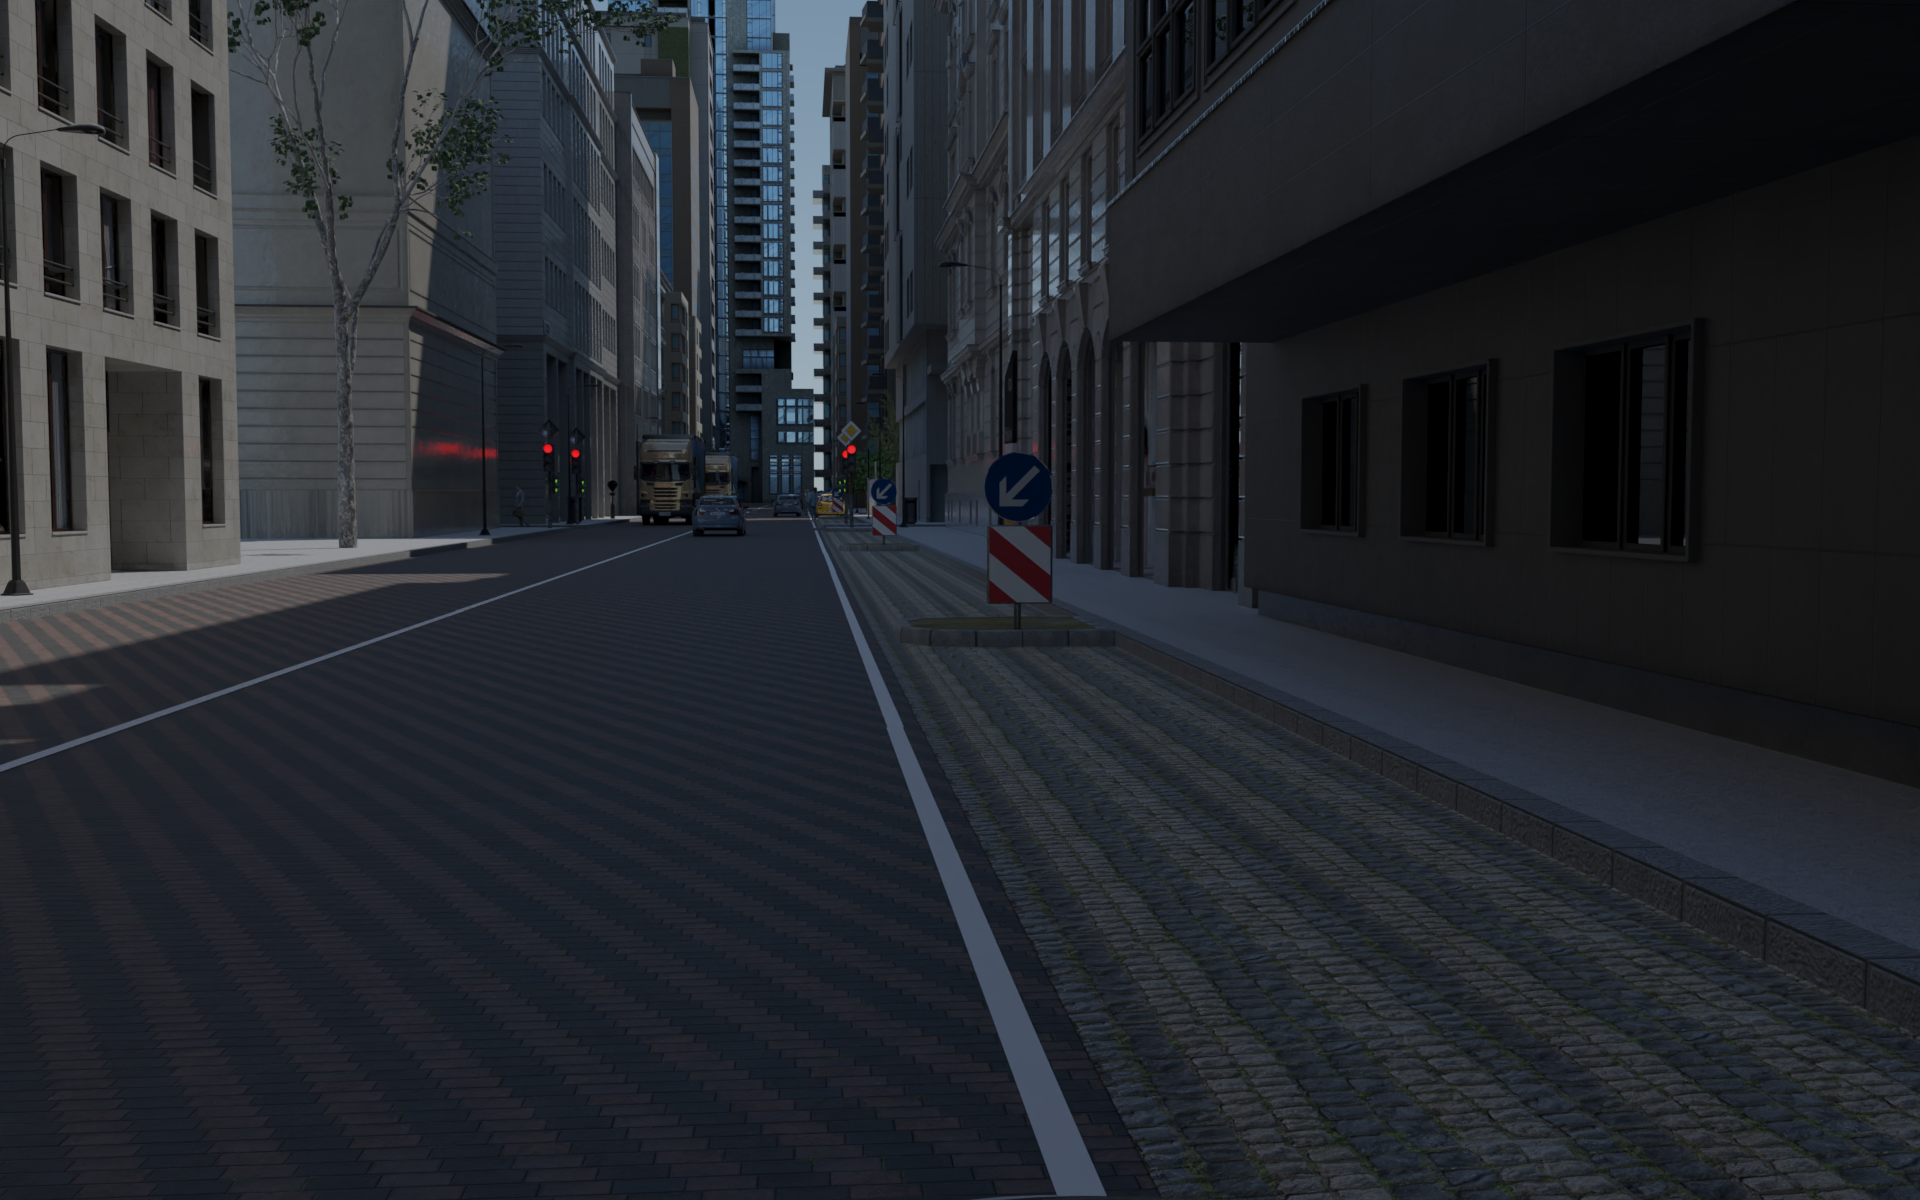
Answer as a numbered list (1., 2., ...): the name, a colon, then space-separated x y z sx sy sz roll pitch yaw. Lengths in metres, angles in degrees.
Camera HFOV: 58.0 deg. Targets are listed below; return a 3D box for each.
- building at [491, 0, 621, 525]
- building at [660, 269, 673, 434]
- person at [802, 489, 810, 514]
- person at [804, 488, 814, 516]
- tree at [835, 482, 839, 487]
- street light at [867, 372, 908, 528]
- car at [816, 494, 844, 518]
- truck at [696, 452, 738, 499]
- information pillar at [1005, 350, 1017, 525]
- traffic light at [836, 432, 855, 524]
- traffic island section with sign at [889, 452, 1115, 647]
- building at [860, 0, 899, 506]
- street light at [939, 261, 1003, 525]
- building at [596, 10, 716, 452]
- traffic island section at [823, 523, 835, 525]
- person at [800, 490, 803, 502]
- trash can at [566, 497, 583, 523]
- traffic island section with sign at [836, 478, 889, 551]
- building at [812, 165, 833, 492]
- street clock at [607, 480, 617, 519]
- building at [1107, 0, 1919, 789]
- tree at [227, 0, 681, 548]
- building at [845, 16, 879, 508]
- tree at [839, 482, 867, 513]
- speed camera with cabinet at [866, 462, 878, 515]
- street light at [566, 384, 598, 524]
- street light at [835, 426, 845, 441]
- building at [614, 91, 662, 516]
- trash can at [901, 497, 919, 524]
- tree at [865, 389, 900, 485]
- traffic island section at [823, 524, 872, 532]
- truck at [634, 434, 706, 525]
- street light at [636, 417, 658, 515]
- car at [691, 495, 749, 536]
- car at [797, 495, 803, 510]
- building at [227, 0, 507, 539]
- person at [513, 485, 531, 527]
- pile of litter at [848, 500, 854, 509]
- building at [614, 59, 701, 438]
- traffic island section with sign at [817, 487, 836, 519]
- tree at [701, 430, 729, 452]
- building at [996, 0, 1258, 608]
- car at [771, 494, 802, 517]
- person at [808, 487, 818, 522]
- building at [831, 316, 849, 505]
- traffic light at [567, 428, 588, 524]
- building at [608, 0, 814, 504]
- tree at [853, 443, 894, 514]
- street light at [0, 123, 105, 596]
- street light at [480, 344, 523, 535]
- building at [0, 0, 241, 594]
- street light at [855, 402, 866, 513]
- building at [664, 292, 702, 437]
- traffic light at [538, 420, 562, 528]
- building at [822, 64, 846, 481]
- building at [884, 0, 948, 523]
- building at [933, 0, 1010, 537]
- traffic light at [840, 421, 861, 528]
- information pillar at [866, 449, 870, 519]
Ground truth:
1. building: -24.151 -18.883 86.234 11.434 29.767 29.804 0 4 -5
2. building: -28.403 -18.088 131.899 11.583 22.565 21.152 0 4 -5
3. person: -10.778 -6.891 121.444 0.520 1.790 0.573 -2 4 -31
4. person: -9.963 -6.484 114.384 0.748 1.841 0.638 1 4 16
5. tree: -9.957 -9.691 153.053 1.663 3.219 1.824 0 3 0
6. street light: -2.702 -5.736 66.322 1.470 5.913 1.316 0 4 -5
7. car: -7.777 -5.717 103.698 2.015 1.641 3.980 0 4 -6
8. truck: -16.682 -7.931 118.587 2.839 4.237 11.283 0 4 -5
9. information pillar: 0.839 -2.268 28.440 0.183 3.616 0.504 -1 4 -14
10. traffic light: -4.898 -5.213 74.153 0.839 4.253 0.868 0 4 -5
11. traffic island section with sign: 0.377 -0.516 17.058 1.989 1.847 2.006 0 4 -5
12. building: 3.523 -29.404 135.377 22.147 44.769 28.867 0 4 -5
13. street light: 0.276 -3.803 34.719 1.470 5.913 1.316 0 4 -5
14. building: -44.210 -40.893 210.606 28.212 58.520 21.231 0 4 -5
15. traffic island section: -4.857 -3.180 74.271 2.009 0.180 2.903 0 4 -5
16. person: -15.541 -9.842 169.506 0.705 1.814 1.350 1 4 17
17. trash can: -16.971 -3.954 76.298 0.748 1.137 0.748 0 3 0
18. traffic island section with sign: -2.069 -2.157 43.903 1.989 1.847 2.006 0 4 -5
19. building: -5.490 -38.252 245.035 30.456 49.044 23.786 0 4 -5
20. street clock: -18.046 -5.221 89.938 0.471 2.002 0.358 -2 4 -30
21. building: 9.555 -13.012 6.250 14.314 27.812 24.014 0 4 -5
22. tree: -13.221 -11.268 40.121 12.611 20.169 13.585 0 3 0
23. building: -3.520 -31.283 161.586 14.600 45.320 14.200 0 4 -5
24. tree: -6.650 -7.384 115.335 1.663 3.219 1.824 0 3 0
25. speed camera with cabinet: -5.428 -6.861 106.512 0.660 3.252 2.038 0 4 -6
26. street light: -15.944 -6.148 73.053 1.470 5.913 1.316 0 4 -5
27. street light: -7.559 -8.898 118.019 1.470 5.913 1.316 0 4 -5
28. building: -26.146 -17.947 111.448 12.078 24.808 19.932 0 4 -5
29. trash can: -2.136 -3.808 73.914 0.748 1.137 0.748 0 3 0
30. tree: -4.296 -10.292 118.635 4.737 8.622 4.395 0 3 0
31. traffic island section: -4.128 -2.693 66.319 2.009 0.180 2.903 0 4 -5
32. truck: -13.849 -5.794 83.648 2.839 4.237 11.283 0 4 -5
33. street light: -18.836 -8.050 104.162 1.470 5.913 1.316 0 4 -5
34. car: -8.353 -2.949 60.218 2.014 1.417 4.499 0 4 -5
35. car: -15.457 -9.068 160.843 1.945 1.354 3.894 0 4 -5
36. building: -30.696 -13.591 55.497 30.059 22.955 16.112 0 4 -5
37. person: -17.838 -3.766 70.194 0.853 1.813 0.709 -3 5 -42
38. pile of litter: -9.449 -8.130 146.895 1.176 0.858 1.719 0 4 -6
39. building: -34.787 -32.565 182.553 14.600 45.320 14.200 0 4 -5
40. traffic island section with sign: -7.099 -5.513 98.768 1.989 1.847 2.006 0 4 -5
41. tree: -28.345 -15.230 199.371 4.360 8.622 3.978 0 3 0
42. building: 8.063 -11.557 30.755 13.314 21.916 24.055 0 4 -5
43. car: -11.102 -6.066 111.182 2.014 1.417 4.499 0 4 -7
44. person: -7.539 -4.911 89.067 0.793 1.790 0.793 1 4 10
45. building: 0.450 -20.748 184.274 27.650 21.520 28.899 0 4 -5
46. traffic light: -16.161 -5.149 73.108 0.839 4.253 0.868 0 4 -5
47. building: -36.028 -56.717 239.988 31.000 86.520 22.319 0 4 -5
48. tree: -5.760 -7.811 111.417 4.285 4.588 4.351 0 3 0
49. street light: -11.422 -3.015 21.830 1.470 5.913 1.316 0 4 -5
50. street light: -14.227 -4.964 53.696 1.470 5.913 1.316 0 4 -5
51. building: -17.570 -10.246 22.281 10.420 20.320 16.860 0 4 -5
52. street light: -4.566 -7.009 87.143 1.470 5.913 1.316 0 4 -5
53. building: -38.833 -19.344 161.311 27.650 21.520 28.899 0 4 -5
54. traffic light: -15.432 -4.663 65.156 0.839 4.253 0.868 0 4 -5
55. building: -2.186 -38.076 211.776 28.713 52.752 27.495 0 4 -5
56. building: 9.672 -30.543 88.623 27.495 52.752 28.713 0 4 -5
57. building: 6.625 -16.363 54.925 14.401 28.519 23.554 0 4 -5
58. traffic light: -4.169 -4.727 66.201 0.839 4.253 0.868 0 4 -5
59. information pillar: -4.736 -5.996 89.392 0.183 3.616 0.504 0 4 -6
